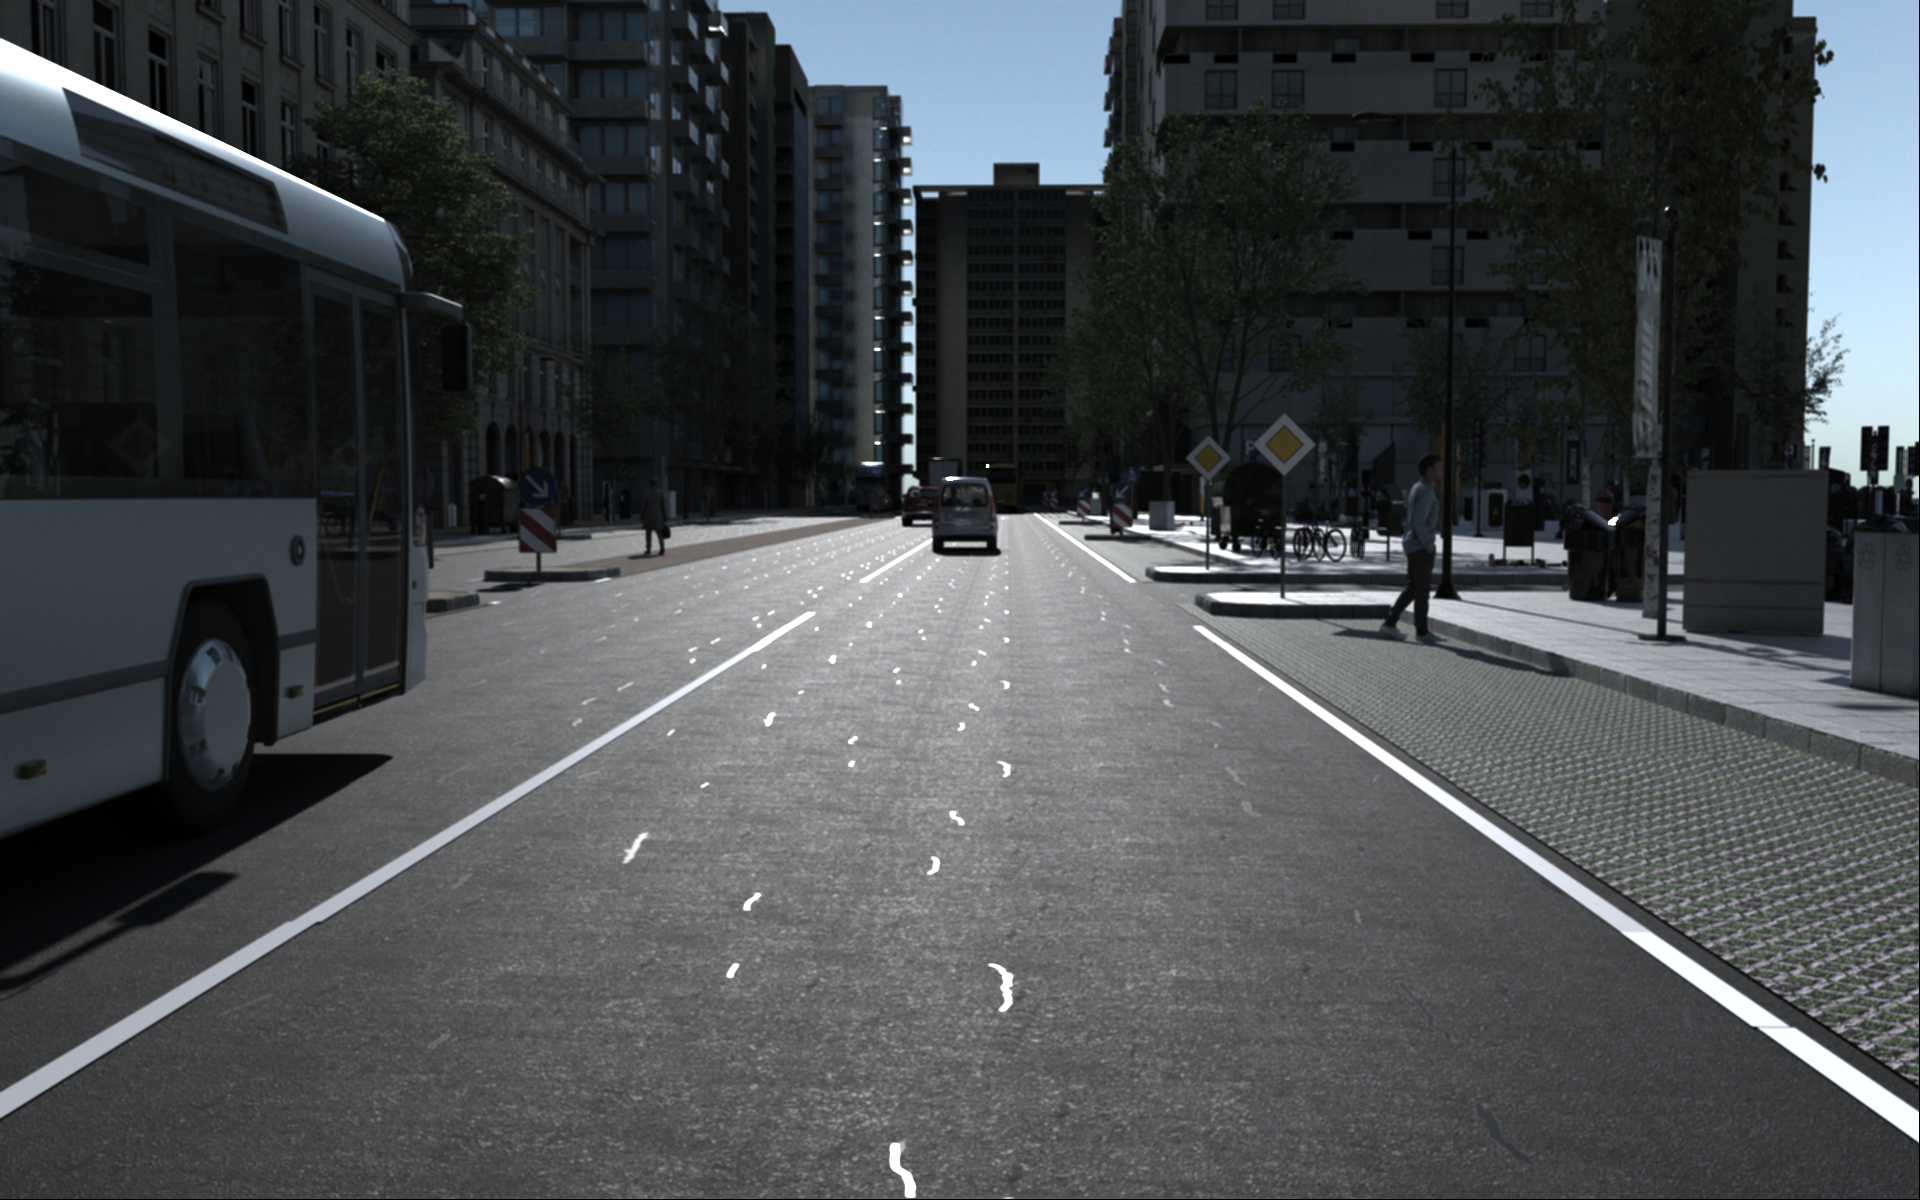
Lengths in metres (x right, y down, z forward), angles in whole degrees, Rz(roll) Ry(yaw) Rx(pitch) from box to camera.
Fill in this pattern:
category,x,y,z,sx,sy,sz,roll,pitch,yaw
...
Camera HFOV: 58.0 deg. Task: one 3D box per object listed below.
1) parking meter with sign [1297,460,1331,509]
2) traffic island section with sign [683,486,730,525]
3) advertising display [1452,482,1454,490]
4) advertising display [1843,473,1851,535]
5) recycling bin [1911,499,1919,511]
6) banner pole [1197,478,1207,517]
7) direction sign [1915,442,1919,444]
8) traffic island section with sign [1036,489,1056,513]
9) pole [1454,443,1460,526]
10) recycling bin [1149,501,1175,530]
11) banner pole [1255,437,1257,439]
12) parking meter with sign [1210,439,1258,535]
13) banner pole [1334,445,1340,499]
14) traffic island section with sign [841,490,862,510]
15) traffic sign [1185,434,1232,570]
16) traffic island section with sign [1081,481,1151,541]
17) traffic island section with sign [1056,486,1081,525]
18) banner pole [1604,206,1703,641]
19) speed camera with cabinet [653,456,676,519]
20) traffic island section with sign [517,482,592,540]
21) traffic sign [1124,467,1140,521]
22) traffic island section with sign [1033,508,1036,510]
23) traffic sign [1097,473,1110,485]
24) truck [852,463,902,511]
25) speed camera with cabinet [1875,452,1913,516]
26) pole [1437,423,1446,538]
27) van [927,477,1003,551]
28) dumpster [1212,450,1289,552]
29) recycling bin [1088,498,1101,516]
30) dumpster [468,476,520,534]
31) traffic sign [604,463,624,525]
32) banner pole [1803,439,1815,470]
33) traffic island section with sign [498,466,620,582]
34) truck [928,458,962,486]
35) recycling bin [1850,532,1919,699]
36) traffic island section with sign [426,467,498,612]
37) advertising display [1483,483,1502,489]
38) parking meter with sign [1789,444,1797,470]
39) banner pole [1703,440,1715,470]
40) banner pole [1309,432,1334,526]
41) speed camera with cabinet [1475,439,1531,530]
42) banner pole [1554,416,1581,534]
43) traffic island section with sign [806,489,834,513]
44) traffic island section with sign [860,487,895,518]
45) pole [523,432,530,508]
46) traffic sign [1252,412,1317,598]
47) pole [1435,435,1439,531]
category,x,y,z,sx,sy,sz,roll,pitch,yaw
parking meter with sign,18.439,-5.740,90.105,1.738,3.016,0.543,1,4,22
traffic island section with sign,-11.928,-4.480,81.883,1.989,1.847,2.006,0,4,2
advertising display,25.699,-5.222,90.588,0.123,1.923,0.974,1,4,21
advertising display,26.612,-2.915,52.869,0.974,1.923,0.123,2,4,26
recycling bin,54.633,-5.265,98.644,0.722,1.027,0.722,-3,5,-44
banner pole,13.686,-6.564,97.335,0.863,3.779,0.401,-2,4,-35
direction sign,41.518,-5.056,74.655,0.379,3.537,0.876,-1,4,-22
traffic island section with sign,6.978,-7.488,131.059,1.989,1.847,2.006,0,4,2
pole,19.898,-4.623,69.423,0.158,3.312,0.155,0,3,0
recycling bin,7.179,-3.001,61.622,0.722,1.027,0.722,2,4,29
banner pole,12.888,-5.254,75.917,0.401,3.779,0.863,-1,4,-8
parking meter with sign,8.623,-3.567,54.589,1.738,3.016,0.543,-3,5,-40
banner pole,19.197,-6.023,88.499,0.401,3.779,0.863,-2,4,-28
traffic island section with sign,-9.840,-9.210,159.204,1.989,1.847,2.006,0,4,2
traffic sign,4.189,-1.567,29.265,0.795,2.450,0.064,0,4,2
traffic island section with sign,4.887,-2.771,53.931,1.989,1.847,2.006,0,4,2
traffic island section with sign,5.634,-4.430,81.050,1.989,1.847,2.006,0,4,2
banner pole,6.016,-1.528,15.006,0.863,3.779,0.401,-3,5,-42
speed camera with cabinet,-15.399,-5.865,90.233,0.660,3.252,2.038,1,4,9
traffic island section with sign,-12.680,-2.800,54.415,1.989,1.847,2.006,0,4,2
traffic sign,8.066,-4.959,81.181,0.768,2.556,0.104,0,4,7
traffic island section with sign,7.703,-9.136,158.004,1.989,1.847,2.006,0,4,2
traffic sign,8.581,-6.327,103.547,0.768,2.556,0.104,1,4,9
truck,-7.164,-10.041,153.926,2.967,4.110,18.799,0,4,3
speed camera with cabinet,43.186,-5.241,80.033,2.038,3.252,0.660,-2,4,-31
pole,13.986,-3.438,50.053,0.158,3.312,0.155,0,3,0
van,0.129,-2.328,45.080,2.013,2.044,4.112,0,4,0
dumpster,6.565,-2.242,39.156,1.502,2.255,1.985,0,4,1
recycling bin,7.932,-5.429,101.326,0.722,1.027,0.722,-1,4,-11
dumpster,-15.030,-3.066,55.889,1.264,1.857,1.865,0,4,2
traffic sign,-14.413,-4.413,72.156,0.884,2.594,0.081,0,4,3
banner pole,38.737,-5.446,79.060,0.863,3.779,0.401,-2,4,-25
traffic island section with sign,-6.974,-1.295,29.304,2.006,1.907,1.989,0,4,2
truck,-1.125,-9.338,141.583,2.839,4.237,11.283,0,4,2
recycling bin,6.309,0.083,11.203,0.722,1.027,0.722,0,4,-6
traffic island section with sign,-7.184,-0.842,21.900,2.006,1.907,1.989,0,4,2
advertising display,29.754,-5.603,96.827,0.974,1.923,0.123,2,4,23
parking meter with sign,29.903,-3.942,60.708,1.738,3.016,0.543,0,4,-4
banner pole,34.455,-5.491,79.799,0.401,3.779,0.863,-2,4,-30
banner pole,14.508,-4.888,69.944,0.863,3.779,0.401,-2,4,-31
speed camera with cabinet,19.310,-4.110,61.535,2.038,3.252,0.660,-2,4,-24
banner pole,19.580,-4.019,55.733,0.863,3.779,0.401,-1,4,-10
traffic island section with sign,-10.584,-7.526,131.685,1.989,1.847,2.006,0,4,2
traffic island section with sign,-4.948,-5.889,104.416,2.006,1.907,1.989,0,4,2
pole,-14.327,-3.881,57.301,0.158,3.312,0.155,0,3,0
traffic sign,3.972,-1.079,21.283,0.795,2.450,0.064,0,4,2
pole,16.638,-4.065,60.303,0.158,3.312,0.155,0,3,0
